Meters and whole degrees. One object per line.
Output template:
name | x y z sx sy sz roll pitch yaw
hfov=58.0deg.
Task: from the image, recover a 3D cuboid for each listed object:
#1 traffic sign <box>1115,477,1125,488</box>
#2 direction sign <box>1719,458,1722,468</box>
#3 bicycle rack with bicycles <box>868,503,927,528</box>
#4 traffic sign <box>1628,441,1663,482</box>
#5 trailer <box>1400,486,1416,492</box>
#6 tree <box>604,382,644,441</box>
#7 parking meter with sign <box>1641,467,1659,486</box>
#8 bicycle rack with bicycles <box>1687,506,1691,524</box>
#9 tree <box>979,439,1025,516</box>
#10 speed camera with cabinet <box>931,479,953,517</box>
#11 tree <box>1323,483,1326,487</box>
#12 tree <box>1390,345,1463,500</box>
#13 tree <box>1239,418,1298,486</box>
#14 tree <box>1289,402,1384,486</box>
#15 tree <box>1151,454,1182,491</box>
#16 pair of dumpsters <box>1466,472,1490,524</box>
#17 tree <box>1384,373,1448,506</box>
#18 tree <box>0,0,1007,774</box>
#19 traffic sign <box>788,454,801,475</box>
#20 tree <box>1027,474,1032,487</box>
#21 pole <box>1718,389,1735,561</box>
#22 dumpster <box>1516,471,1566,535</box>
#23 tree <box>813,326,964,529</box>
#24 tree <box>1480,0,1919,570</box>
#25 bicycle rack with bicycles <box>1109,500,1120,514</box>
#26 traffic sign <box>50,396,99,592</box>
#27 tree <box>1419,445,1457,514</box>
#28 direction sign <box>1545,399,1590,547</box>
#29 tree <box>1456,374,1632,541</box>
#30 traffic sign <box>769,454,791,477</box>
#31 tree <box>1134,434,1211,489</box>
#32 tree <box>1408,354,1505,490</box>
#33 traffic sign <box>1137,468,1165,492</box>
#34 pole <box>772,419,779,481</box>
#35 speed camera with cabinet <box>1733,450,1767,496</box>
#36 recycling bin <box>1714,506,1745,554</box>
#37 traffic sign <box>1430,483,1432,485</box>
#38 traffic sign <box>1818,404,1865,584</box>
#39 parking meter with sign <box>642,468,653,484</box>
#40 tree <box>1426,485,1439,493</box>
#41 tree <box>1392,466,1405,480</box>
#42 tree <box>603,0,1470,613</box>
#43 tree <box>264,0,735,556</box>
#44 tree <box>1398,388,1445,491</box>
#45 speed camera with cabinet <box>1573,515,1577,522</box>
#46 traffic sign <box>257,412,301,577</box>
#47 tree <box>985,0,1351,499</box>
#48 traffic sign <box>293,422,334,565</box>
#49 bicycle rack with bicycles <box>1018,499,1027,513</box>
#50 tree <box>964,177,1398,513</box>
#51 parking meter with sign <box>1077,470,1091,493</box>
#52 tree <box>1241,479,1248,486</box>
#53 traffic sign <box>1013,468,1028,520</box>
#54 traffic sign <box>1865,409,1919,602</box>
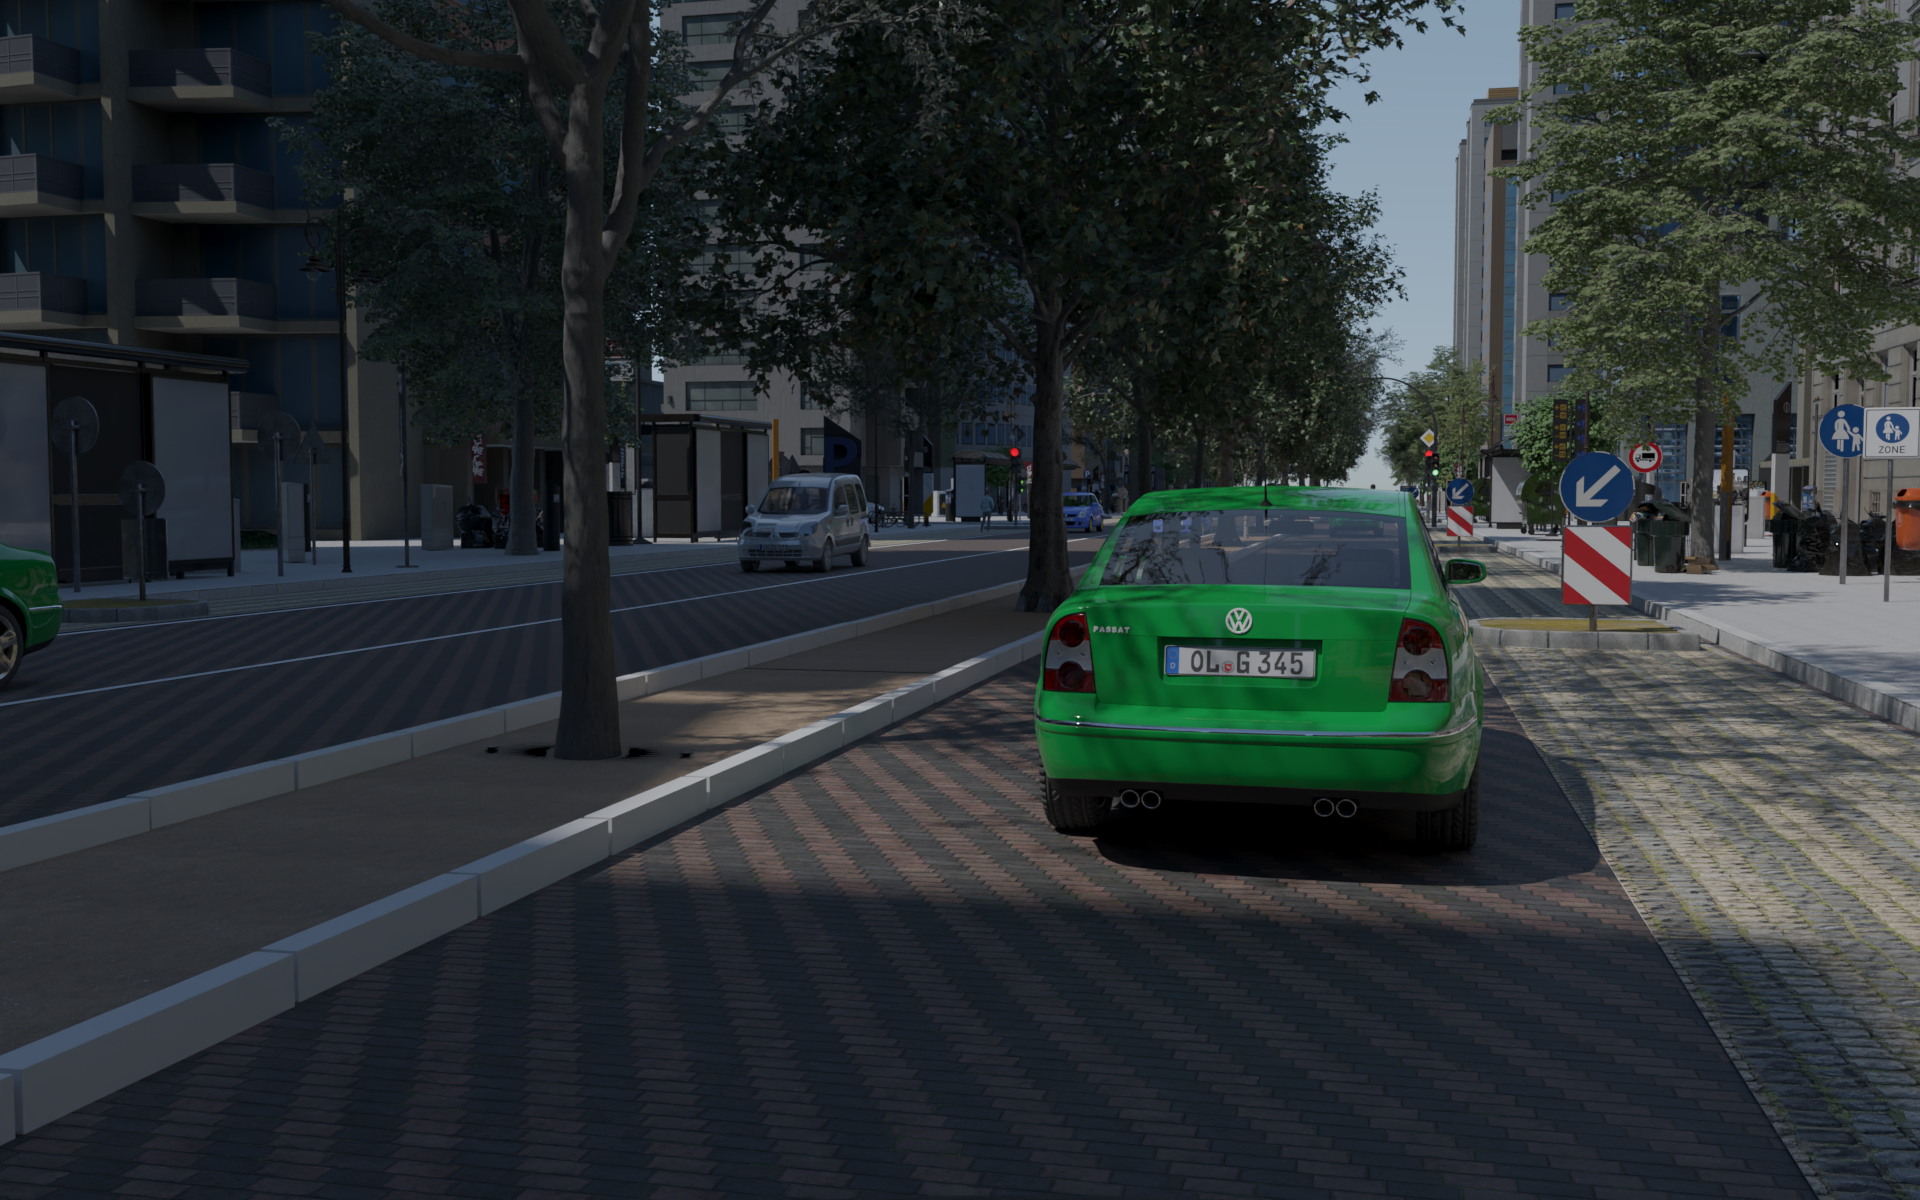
traffic sign | 11.638 -7.717 126.273 0.768 2.556 0.104 1 4 20
direction sign | 47.905 -7.115 108.333 0.876 3.537 0.379 1 4 15
bicycle rack with bicycles | -2.604 -3.246 66.454 2.925 0.926 2.852 -1 4 -20
traffic sign | 16.460 -2.541 41.649 0.768 2.556 0.104 1 4 23
trailer | 30.677 -6.836 118.814 1.471 1.999 3.904 1 4 13
tree | -19.951 -9.015 97.754 4.737 8.622 4.395 0 3 0
parking meter with sign | 37.552 -6.069 95.491 1.738 3.016 0.543 2 4 25
bicycle rack with bicycles | 31.611 -3.803 75.561 2.925 0.926 2.852 3 5 40
tree | 2.476 -7.334 103.616 4.285 4.588 4.351 0 3 0
speed camera with cabinet | -0.612 -6.225 96.107 2.038 3.252 0.660 -3 4 -38
tree | 30.844 -11.837 146.347 4.737 8.622 4.395 0 3 0
tree | 37.150 -13.087 132.103 7.486 12.596 7.792 0 3 0
tree | 9.071 -6.227 54.632 4.360 8.622 3.978 0 3 0
tree | 27.053 -13.534 130.401 9.857 13.997 8.962 0 3 0
tree | 16.435 -9.661 141.665 4.285 4.588 4.351 0 3 0
pair of dumpsters | 23.199 -4.549 76.877 1.574 2.255 4.437 1 4 14
tree | 48.690 -16.831 181.839 9.857 13.997 8.962 0 3 0
tree | -2.021 -5.893 9.175 12.009 13.543 11.850 0 3 0
traffic sign | -5.512 -3.479 56.886 0.884 2.594 0.081 1 4 19
tree | 4.413 -5.698 87.763 1.663 3.219 1.824 0 3 0
pole | 14.714 -2.409 33.223 0.158 3.312 0.155 0 3 0
dumpster | 18.358 -3.181 54.503 1.502 2.255 1.985 1 4 13
tree | -1.985 -7.900 63.584 8.767 10.594 7.601 2 4 24
tree | 12.610 -6.759 28.644 7.486 12.596 7.792 0 3 0
bicycle rack with bicycles | 9.574 -6.131 113.624 2.852 0.926 2.925 1 4 19
traffic sign | -11.527 -1.372 22.538 0.768 2.556 0.104 1 4 16
tree | 28.607 -7.067 99.254 4.285 4.588 4.351 0 3 0
direction sign | 14.623 -3.028 41.507 0.876 3.537 0.379 0 4 -2
tree | 16.652 -3.896 47.415 4.285 4.588 4.351 0 3 0
traffic sign | -5.803 -3.392 55.571 0.768 2.556 0.104 1 4 17
tree | 17.791 -14.099 148.653 7.486 12.596 7.792 0 3 0
tree | 26.674 -8.644 91.687 4.737 8.622 4.395 0 3 0
traffic sign | 15.052 -8.737 136.716 2.265 3.308 0.079 1 4 18
pole | -5.004 -3.255 47.060 0.158 3.312 0.155 0 3 0
speed camera with cabinet | 35.184 -5.079 77.382 0.660 3.252 2.038 -1 4 -15
recycling bin | 16.594 -1.532 37.602 0.722 1.027 0.722 1 4 18
traffic sign | 33.604 -7.515 122.968 0.768 2.556 0.104 1 4 22
traffic sign | 12.552 -1.495 24.555 0.768 2.556 0.104 1 4 16
parking meter with sign | -15.498 -5.504 86.257 0.543 3.016 1.738 -3 5 -39
tree | 45.441 -10.578 167.555 1.663 3.219 1.824 0 3 0
tree | 55.015 -15.939 210.968 4.737 8.622 4.395 0 3 0
tree | 1.055 -6.192 20.699 9.611 12.733 9.660 0 3 0
tree | -9.226 -7.919 36.123 9.857 13.997 8.962 0 3 0
tree | 41.264 -13.350 152.685 7.601 10.594 8.767 0 4 -2
speed camera with cabinet | 32.189 -5.755 88.422 2.038 3.252 0.660 0 4 -2
traffic sign | -10.575 -1.638 26.888 0.768 2.556 0.104 1 4 14
tree | 3.214 -6.247 30.345 9.928 11.665 9.643 0 3 0
traffic sign | -11.656 -1.908 31.196 0.884 2.594 0.081 1 4 18
bicycle rack with bicycles | 5.088 -6.309 116.531 2.925 0.926 2.852 2 4 25
tree | 5.286 -6.254 39.120 8.767 10.594 7.601 1 4 13
parking meter with sign | 8.983 -8.068 128.176 0.543 3.016 1.738 -2 4 -27
tree | 32.175 -17.706 207.626 7.486 12.596 7.792 0 3 0
traffic sign | 2.940 -5.189 84.952 0.768 2.556 0.104 1 4 19
traffic sign | 11.021 -1.126 20.540 0.606 2.300 0.079 1 4 17
